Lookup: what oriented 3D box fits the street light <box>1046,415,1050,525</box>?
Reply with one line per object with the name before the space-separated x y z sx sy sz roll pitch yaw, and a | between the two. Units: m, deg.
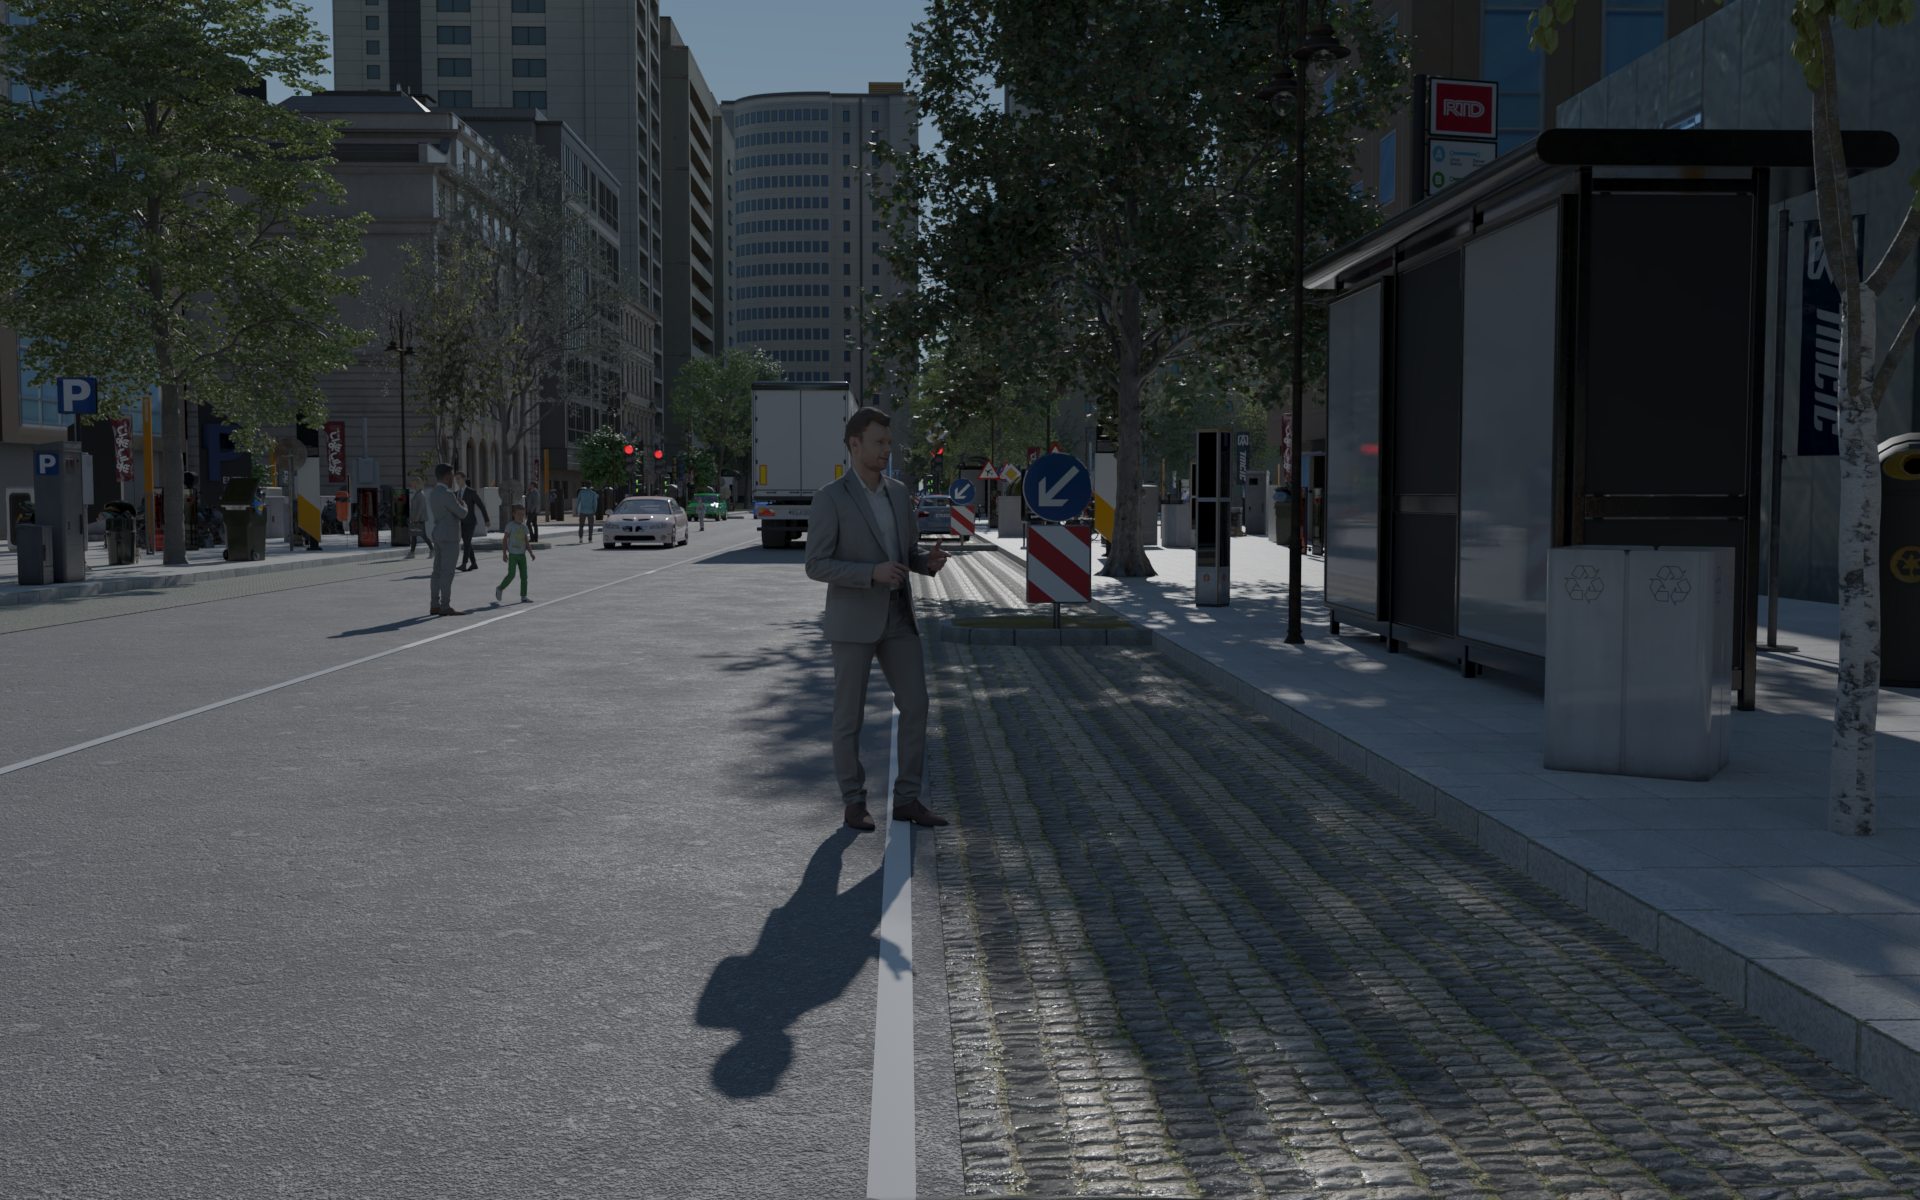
street light | 2.067 -4.140 40.470 0.468 5.910 1.993 0 4 -2

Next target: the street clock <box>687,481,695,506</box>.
street clock | -15.456 -5.803 99.452 0.358 2.002 0.471 2 4 27

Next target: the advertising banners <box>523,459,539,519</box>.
advertising banners | -21.733 -5.590 87.590 0.090 3.025 2.074 -3 4 -39

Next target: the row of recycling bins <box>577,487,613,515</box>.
row of recycling bins | -22.526 -6.109 106.998 1.069 1.692 3.534 -3 5 -45

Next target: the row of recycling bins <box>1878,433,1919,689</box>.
row of recycling bins | 7.135 -0.212 10.579 1.069 1.692 3.534 -2 4 -28

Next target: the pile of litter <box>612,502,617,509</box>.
pile of litter | -18.184 -4.828 92.894 1.176 0.858 1.719 -1 4 -22

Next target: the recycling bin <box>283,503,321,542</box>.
recycling bin | -17.731 -2.088 46.691 0.722 1.027 0.722 1 4 10

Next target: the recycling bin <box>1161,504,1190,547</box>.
recycling bin | 5.393 -1.817 42.255 0.722 1.027 0.722 -2 4 -26

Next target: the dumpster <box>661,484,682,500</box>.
dumpster | -17.468 -6.029 104.337 1.264 1.857 1.865 0 4 -2

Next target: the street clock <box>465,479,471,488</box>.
street clock | -23.461 -4.773 82.615 0.358 2.002 0.471 -1 4 -13

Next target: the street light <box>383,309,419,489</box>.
street light | -13.994 -4.326 43.526 0.468 5.910 1.993 0 4 -2

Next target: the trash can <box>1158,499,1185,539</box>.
trash can | 5.799 -2.191 47.484 0.748 1.137 0.748 0 3 0

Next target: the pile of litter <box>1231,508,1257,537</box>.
pile of litter | 8.179 -2.369 52.698 1.176 0.858 1.719 -3 4 -37

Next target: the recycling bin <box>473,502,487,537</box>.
recycling bin | -14.768 -2.439 52.439 0.722 1.027 0.722 -2 4 -30

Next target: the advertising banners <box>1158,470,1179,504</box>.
advertising banners | 15.330 -8.052 127.831 2.074 3.025 0.090 -3 5 -41

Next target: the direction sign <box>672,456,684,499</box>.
direction sign | -16.751 -6.777 102.798 0.379 3.537 0.876 3 4 37

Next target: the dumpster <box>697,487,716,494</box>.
dumpster | -18.582 -7.403 126.799 1.264 1.857 1.865 0 4 -2

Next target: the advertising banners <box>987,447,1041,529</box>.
advertising banners | 1.990 -4.157 64.147 2.074 3.025 0.090 1 4 18

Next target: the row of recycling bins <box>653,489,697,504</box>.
row of recycling bins | -21.920 -7.747 133.776 3.534 1.692 1.069 -1 4 -20

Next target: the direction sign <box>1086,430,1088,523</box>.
direction sign | 4.521 -4.257 61.604 0.379 3.537 0.876 0 4 7

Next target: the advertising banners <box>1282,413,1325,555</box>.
advertising banners | 7.317 -2.495 36.980 0.090 3.025 2.074 -1 4 -15

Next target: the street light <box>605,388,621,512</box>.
street light | -14.965 -6.236 74.752 0.468 5.910 1.993 0 4 -2

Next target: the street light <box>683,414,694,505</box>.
street light | -15.764 -7.826 100.751 0.468 5.910 1.993 0 4 -2

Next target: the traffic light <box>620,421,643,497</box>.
traffic light | -12.656 -4.751 66.593 0.839 4.253 0.868 0 4 -2

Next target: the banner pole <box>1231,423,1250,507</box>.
banner pole | 9.789 -4.335 60.890 0.863 3.779 0.401 0 4 -5

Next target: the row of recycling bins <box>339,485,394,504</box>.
row of recycling bins | -26.160 -4.235 76.353 1.069 1.692 3.534 1 4 15

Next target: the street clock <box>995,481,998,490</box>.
street clock | 2.061 -5.210 89.759 0.471 2.002 0.358 -1 4 -14

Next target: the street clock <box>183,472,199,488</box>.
street clock | -25.167 -3.188 56.687 0.471 2.002 0.358 1 4 16

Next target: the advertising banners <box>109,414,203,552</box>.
advertising banners | -17.911 -2.594 38.607 0.090 3.025 2.074 3 4 36

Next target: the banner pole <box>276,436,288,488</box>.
banner pole | -29.118 -5.170 74.542 0.401 3.779 0.863 3 4 37

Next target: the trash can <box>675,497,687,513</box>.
trash can | -15.661 -5.231 97.187 0.748 1.137 0.748 0 3 0

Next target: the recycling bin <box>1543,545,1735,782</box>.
recycling bin | 3.202 0.269 8.158 0.722 1.027 0.722 2 4 32

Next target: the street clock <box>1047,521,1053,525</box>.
street clock | 1.855 -1.868 35.109 0.471 2.002 0.358 1 4 12

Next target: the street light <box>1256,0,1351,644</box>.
street light | 2.879 -2.565 14.728 0.468 5.910 1.993 0 4 -2

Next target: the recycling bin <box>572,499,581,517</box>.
recycling bin | -21.593 -5.257 98.511 0.722 1.027 0.722 -2 4 -32

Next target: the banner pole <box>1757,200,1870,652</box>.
banner pole | 6.831 -1.464 13.961 0.401 3.779 0.863 -3 5 -42

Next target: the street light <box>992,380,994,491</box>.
street light | 1.249 -5.711 66.159 0.468 5.910 1.993 0 4 -2

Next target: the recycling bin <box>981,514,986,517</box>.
recycling bin | 1.221 -5.234 98.131 0.722 1.027 0.722 1 4 12

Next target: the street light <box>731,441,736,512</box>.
street light | -16.568 -9.398 126.440 0.468 5.910 1.993 0 4 -2

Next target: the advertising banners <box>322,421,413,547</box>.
advertising banners | -14.307 -2.795 41.887 2.074 3.025 0.090 -2 4 -25

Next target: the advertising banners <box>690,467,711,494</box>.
advertising banners | -16.443 -6.947 109.764 2.074 3.025 0.090 3 4 38

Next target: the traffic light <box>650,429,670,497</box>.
traffic light | -12.913 -5.239 74.574 0.839 4.253 0.868 0 4 -2

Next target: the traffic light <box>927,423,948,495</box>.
traffic light | -0.851 -4.775 66.987 0.839 4.253 0.868 0 4 -2

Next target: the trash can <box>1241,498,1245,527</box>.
trash can | 11.403 -3.453 68.102 0.748 1.137 0.748 0 3 0

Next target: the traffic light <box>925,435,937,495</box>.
traffic light | -1.108 -5.263 74.968 0.839 4.253 0.868 0 4 -2
